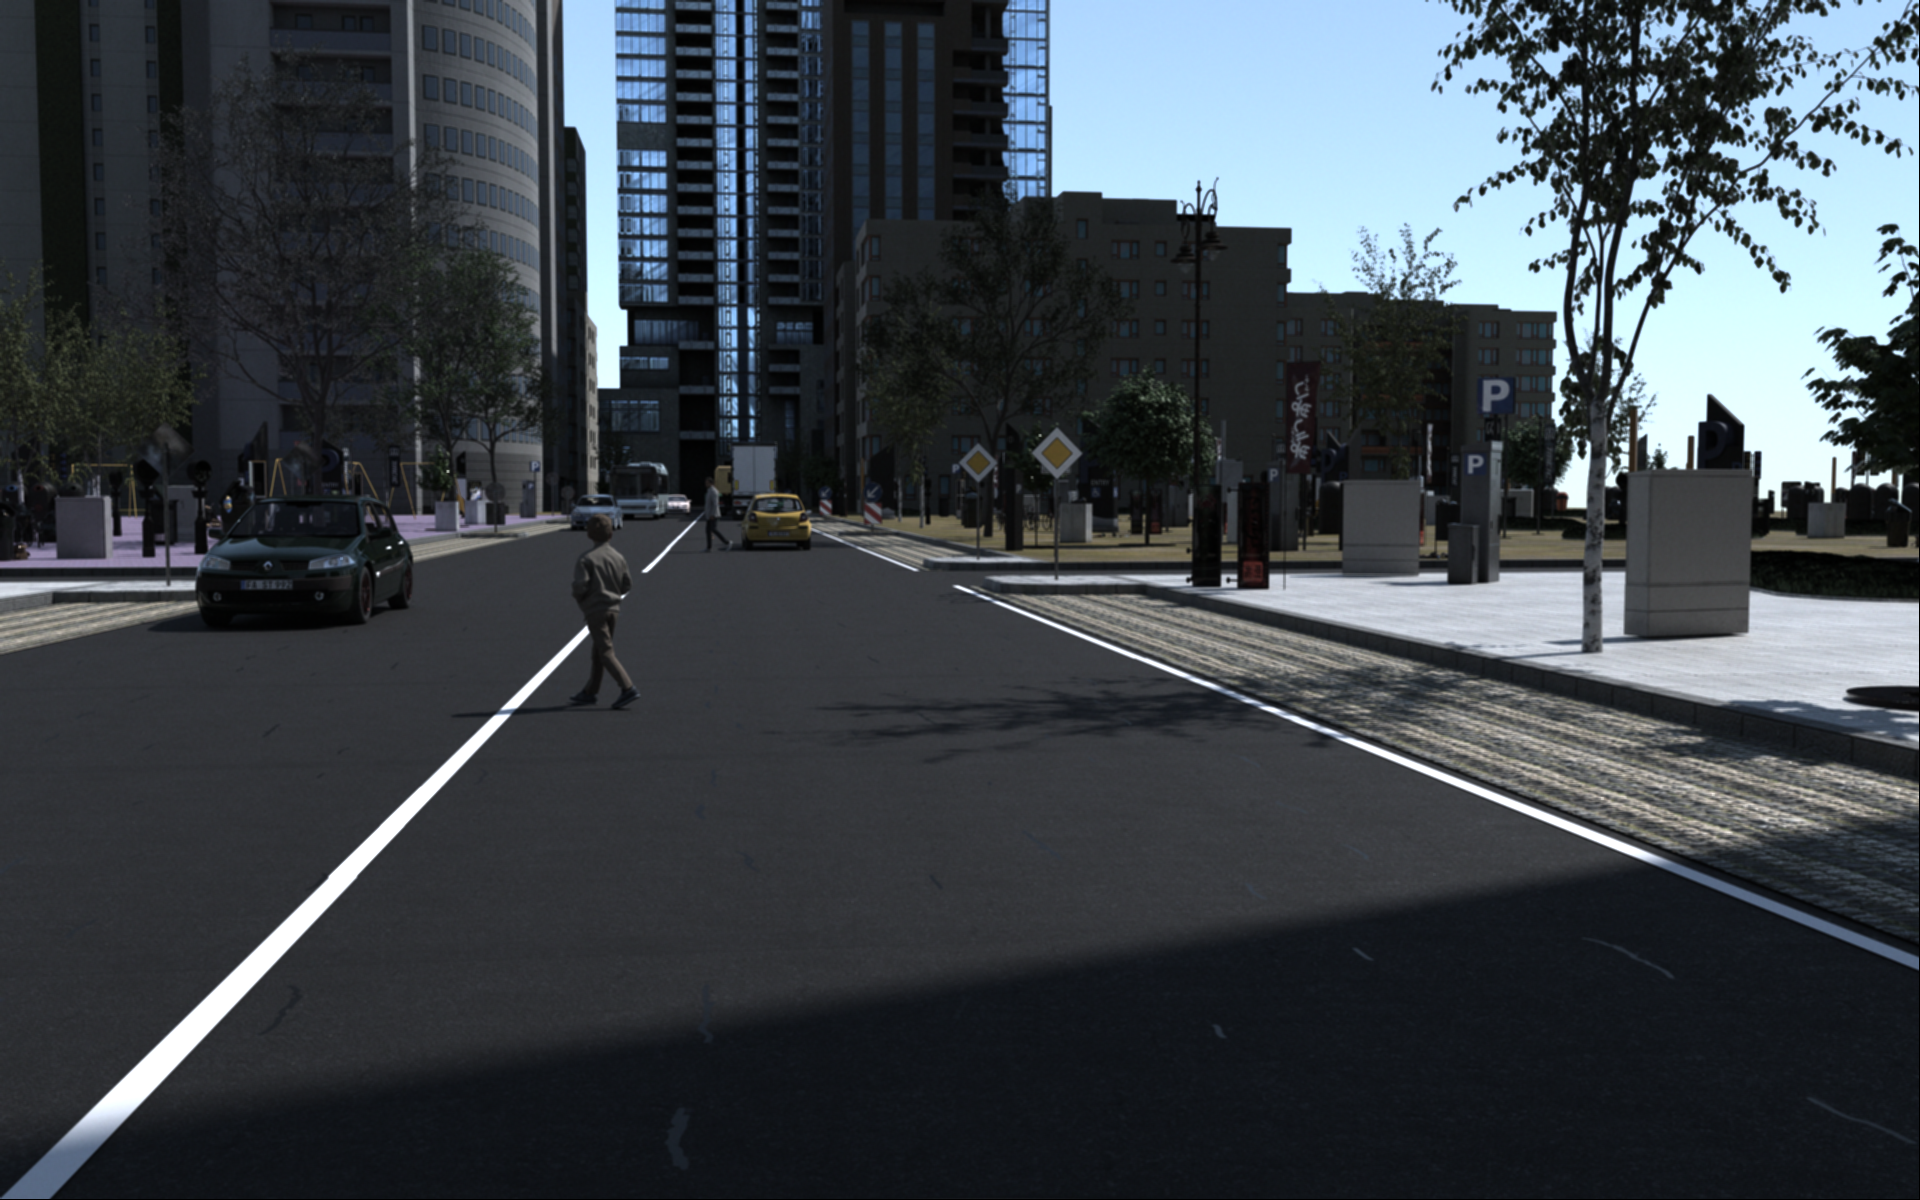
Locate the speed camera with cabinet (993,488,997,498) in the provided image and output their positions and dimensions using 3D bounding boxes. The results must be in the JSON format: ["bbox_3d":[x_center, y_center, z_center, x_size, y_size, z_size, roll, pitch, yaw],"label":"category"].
[{"bbox_3d":[2.272,-5.929,91.273,2.038,3.252,0.660,1,4,12],"label":"speed camera with cabinet"}]

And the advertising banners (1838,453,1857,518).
[{"bbox_3d":[36.418,-4.582,71.101,0.090,3.025,2.074,1,4,11],"label":"advertising banners"}]

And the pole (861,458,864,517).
[{"bbox_3d":[-5.516,-6.367,97.942,0.158,3.312,0.155,0,3,0],"label":"pole"}]

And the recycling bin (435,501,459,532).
[{"bbox_3d":[-17.619,-2.872,59.516,0.722,1.027,0.722,-1,4,-9],"label":"recycling bin"}]

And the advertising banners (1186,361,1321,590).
[{"bbox_3d":[3.960,-1.668,23.457,2.074,3.025,0.090,3,5,42],"label":"advertising banners"}]

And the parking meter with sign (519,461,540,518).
[{"bbox_3d":[-23.088,-5.899,92.715,0.543,3.016,1.738,-3,4,-38],"label":"parking meter with sign"}]

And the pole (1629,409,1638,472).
[{"bbox_3d":[16.211,-2.930,41.746,0.158,3.312,0.155,0,3,0],"label":"pole"}]

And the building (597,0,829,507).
[{"bbox_3d":[-27.711,-54.351,201.315,31.000,86.520,22.319,0,4,-8],"label":"building"}]

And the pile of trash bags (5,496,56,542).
[{"bbox_3d":[-25.427,-2.251,46.558,3.447,1.369,1.912,0,4,-1],"label":"pile of trash bags"}]

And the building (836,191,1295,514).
[{"bbox_3d":[5.849,-17.132,125.151,27.650,21.520,28.899,0,4,-8],"label":"building"}]

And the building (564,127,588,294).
[{"bbox_3d":[-49.430,-31.288,195.161,14.086,41.232,14.154,0,4,-8],"label":"building"}]

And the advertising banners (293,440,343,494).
[{"bbox_3d":[-21.189,-3.732,57.209,0.090,3.025,2.074,2,4,25],"label":"advertising banners"}]

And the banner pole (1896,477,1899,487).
[{"bbox_3d":[40.130,-5.145,74.135,0.401,3.779,0.863,3,4,36],"label":"banner pole"}]

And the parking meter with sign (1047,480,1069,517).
[{"bbox_3d":[5.693,-6.117,96.279,1.738,3.016,0.543,0,4,1],"label":"parking meter with sign"}]

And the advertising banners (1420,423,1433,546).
[{"bbox_3d":[11.302,-2.828,42.426,0.090,3.025,2.074,2,4,29],"label":"advertising banners"}]

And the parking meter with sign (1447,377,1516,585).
[{"bbox_3d":[7.571,-1.772,25.241,0.543,3.016,1.738,2,4,32],"label":"parking meter with sign"}]

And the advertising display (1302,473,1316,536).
[{"bbox_3d":[10.678,-2.922,52.982,0.123,1.923,0.974,0,4,-5],"label":"advertising display"}]

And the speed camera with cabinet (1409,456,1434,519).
[{"bbox_3d":[24.022,-5.863,90.193,0.660,3.252,2.038,3,4,38],"label":"speed camera with cabinet"}]

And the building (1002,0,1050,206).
[{"bbox_3d":[-3.025,-52.220,166.470,22.319,86.520,31.000,0,4,-8],"label":"building"}]

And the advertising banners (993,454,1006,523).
[{"bbox_3d":[2.039,-4.937,76.913,0.090,3.025,2.074,3,5,42],"label":"advertising banners"}]

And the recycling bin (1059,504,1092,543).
[{"bbox_3d":[3.057,-2.026,45.678,0.722,1.027,0.722,1,4,19],"label":"recycling bin"}]

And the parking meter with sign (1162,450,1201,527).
[{"bbox_3d":[8.447,-4.323,66.948,1.738,3.016,0.543,-2,4,-28],"label":"parking meter with sign"}]

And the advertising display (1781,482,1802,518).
[{"bbox_3d":[42.958,-5.156,89.517,0.123,1.923,0.974,-3,5,-39],"label":"advertising display"}]

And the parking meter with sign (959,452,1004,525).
[{"bbox_3d":[0.931,-4.604,71.533,1.738,3.016,0.543,0,4,4],"label":"parking meter with sign"}]

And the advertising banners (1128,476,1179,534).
[{"bbox_3d":[6.227,-3.613,55.258,2.074,3.025,0.090,3,5,43],"label":"advertising banners"}]

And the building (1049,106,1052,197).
[{"bbox_3d":[-1.460,-35.599,205.748,21.600,48.544,21.300,0,4,-8],"label":"building"}]

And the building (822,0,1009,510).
[{"bbox_3d":[-4.109,-30.255,144.772,14.600,45.320,14.200,0,4,-8],"label":"building"}]

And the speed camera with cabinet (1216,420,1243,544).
[{"bbox_3d":[7.321,-3.146,45.766,0.660,3.252,2.038,0,4,-8],"label":"speed camera with cabinet"}]

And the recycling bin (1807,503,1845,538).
[{"bbox_3d":[25.269,-2.322,50.522,0.722,1.027,0.722,-1,4,-14],"label":"recycling bin"}]

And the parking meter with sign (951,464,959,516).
[{"bbox_3d":[-0.019,-6.403,100.947,0.543,3.016,1.738,1,4,15],"label":"parking meter with sign"}]

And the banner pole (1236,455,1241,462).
[{"bbox_3d":[17.709,-7.343,110.080,0.401,3.779,0.863,-1,4,-15],"label":"banner pole"}]

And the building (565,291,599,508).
[{"bbox_3d":[-49.982,-19.515,164.113,28.899,21.520,27.650,0,4,-8],"label":"building"}]

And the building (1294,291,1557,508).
[{"bbox_3d":[40.207,-20.227,175.758,28.899,21.520,27.650,0,4,-8],"label":"building"}]

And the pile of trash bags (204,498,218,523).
[{"bbox_3d":[-35.066,-4.165,77.845,3.447,1.369,1.912,1,4,18],"label":"pile of trash bags"}]

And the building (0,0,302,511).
[{"bbox_3d":[-79.616,-37.895,161.575,28.212,58.520,21.231,0,4,-8],"label":"building"}]

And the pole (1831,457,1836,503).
[{"bbox_3d":[48.106,-6.210,95.375,0.158,3.312,0.155,0,3,0],"label":"pole"}]

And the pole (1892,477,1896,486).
[{"bbox_3d":[37.812,-4.666,70.124,0.158,3.312,0.155,0,3,0],"label":"pole"}]

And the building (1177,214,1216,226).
[{"bbox_3d":[17.913,-24.959,179.788,14.107,30.474,14.160,0,4,-8],"label":"building"}]

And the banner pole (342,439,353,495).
[{"bbox_3d":[-27.936,-5.450,79.127,0.401,3.779,0.863,1,4,20],"label":"banner pole"}]

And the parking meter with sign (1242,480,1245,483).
[{"bbox_3d":[14.838,-5.886,92.495,1.738,3.016,0.543,1,4,23],"label":"parking meter with sign"}]

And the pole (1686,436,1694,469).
[{"bbox_3d":[25.520,-4.080,60.546,0.158,3.312,0.155,0,3,0],"label":"pole"}]

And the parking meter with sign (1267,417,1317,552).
[{"bbox_3d":[7.232,-2.608,38.903,1.738,3.016,0.543,-3,5,-41],"label":"parking meter with sign"}]

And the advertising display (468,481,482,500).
[{"bbox_3d":[-24.058,-4.934,85.878,0.123,1.923,0.974,1,4,19],"label":"advertising display"}]

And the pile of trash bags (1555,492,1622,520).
[{"bbox_3d":[31.366,-4.664,86.006,3.447,1.369,1.912,1,4,23],"label":"pile of trash bags"}]

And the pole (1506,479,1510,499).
[{"bbox_3d":[31.391,-6.442,99.165,0.158,3.312,0.155,0,3,0],"label":"pole"}]

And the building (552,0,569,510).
[{"bbox_3d":[-39.584,-29.975,140.194,14.600,45.320,14.200,0,4,-8],"label":"building"}]

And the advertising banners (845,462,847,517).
[{"bbox_3d":[-6.233,-6.030,94.774,0.090,3.025,2.074,0,4,-2],"label":"advertising banners"}]

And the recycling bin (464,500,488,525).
[{"bbox_3d":[-20.345,-3.689,72.875,0.722,1.027,0.722,2,4,28],"label":"recycling bin"}]

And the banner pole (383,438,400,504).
[{"bbox_3d":[-25.578,-5.374,77.874,0.863,3.779,0.401,-2,4,-24],"label":"banner pole"}]

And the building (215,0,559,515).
[{"bbox_3d":[-39.747,-35.228,117.983,21.231,58.520,28.212,0,4,-8],"label":"building"}]
